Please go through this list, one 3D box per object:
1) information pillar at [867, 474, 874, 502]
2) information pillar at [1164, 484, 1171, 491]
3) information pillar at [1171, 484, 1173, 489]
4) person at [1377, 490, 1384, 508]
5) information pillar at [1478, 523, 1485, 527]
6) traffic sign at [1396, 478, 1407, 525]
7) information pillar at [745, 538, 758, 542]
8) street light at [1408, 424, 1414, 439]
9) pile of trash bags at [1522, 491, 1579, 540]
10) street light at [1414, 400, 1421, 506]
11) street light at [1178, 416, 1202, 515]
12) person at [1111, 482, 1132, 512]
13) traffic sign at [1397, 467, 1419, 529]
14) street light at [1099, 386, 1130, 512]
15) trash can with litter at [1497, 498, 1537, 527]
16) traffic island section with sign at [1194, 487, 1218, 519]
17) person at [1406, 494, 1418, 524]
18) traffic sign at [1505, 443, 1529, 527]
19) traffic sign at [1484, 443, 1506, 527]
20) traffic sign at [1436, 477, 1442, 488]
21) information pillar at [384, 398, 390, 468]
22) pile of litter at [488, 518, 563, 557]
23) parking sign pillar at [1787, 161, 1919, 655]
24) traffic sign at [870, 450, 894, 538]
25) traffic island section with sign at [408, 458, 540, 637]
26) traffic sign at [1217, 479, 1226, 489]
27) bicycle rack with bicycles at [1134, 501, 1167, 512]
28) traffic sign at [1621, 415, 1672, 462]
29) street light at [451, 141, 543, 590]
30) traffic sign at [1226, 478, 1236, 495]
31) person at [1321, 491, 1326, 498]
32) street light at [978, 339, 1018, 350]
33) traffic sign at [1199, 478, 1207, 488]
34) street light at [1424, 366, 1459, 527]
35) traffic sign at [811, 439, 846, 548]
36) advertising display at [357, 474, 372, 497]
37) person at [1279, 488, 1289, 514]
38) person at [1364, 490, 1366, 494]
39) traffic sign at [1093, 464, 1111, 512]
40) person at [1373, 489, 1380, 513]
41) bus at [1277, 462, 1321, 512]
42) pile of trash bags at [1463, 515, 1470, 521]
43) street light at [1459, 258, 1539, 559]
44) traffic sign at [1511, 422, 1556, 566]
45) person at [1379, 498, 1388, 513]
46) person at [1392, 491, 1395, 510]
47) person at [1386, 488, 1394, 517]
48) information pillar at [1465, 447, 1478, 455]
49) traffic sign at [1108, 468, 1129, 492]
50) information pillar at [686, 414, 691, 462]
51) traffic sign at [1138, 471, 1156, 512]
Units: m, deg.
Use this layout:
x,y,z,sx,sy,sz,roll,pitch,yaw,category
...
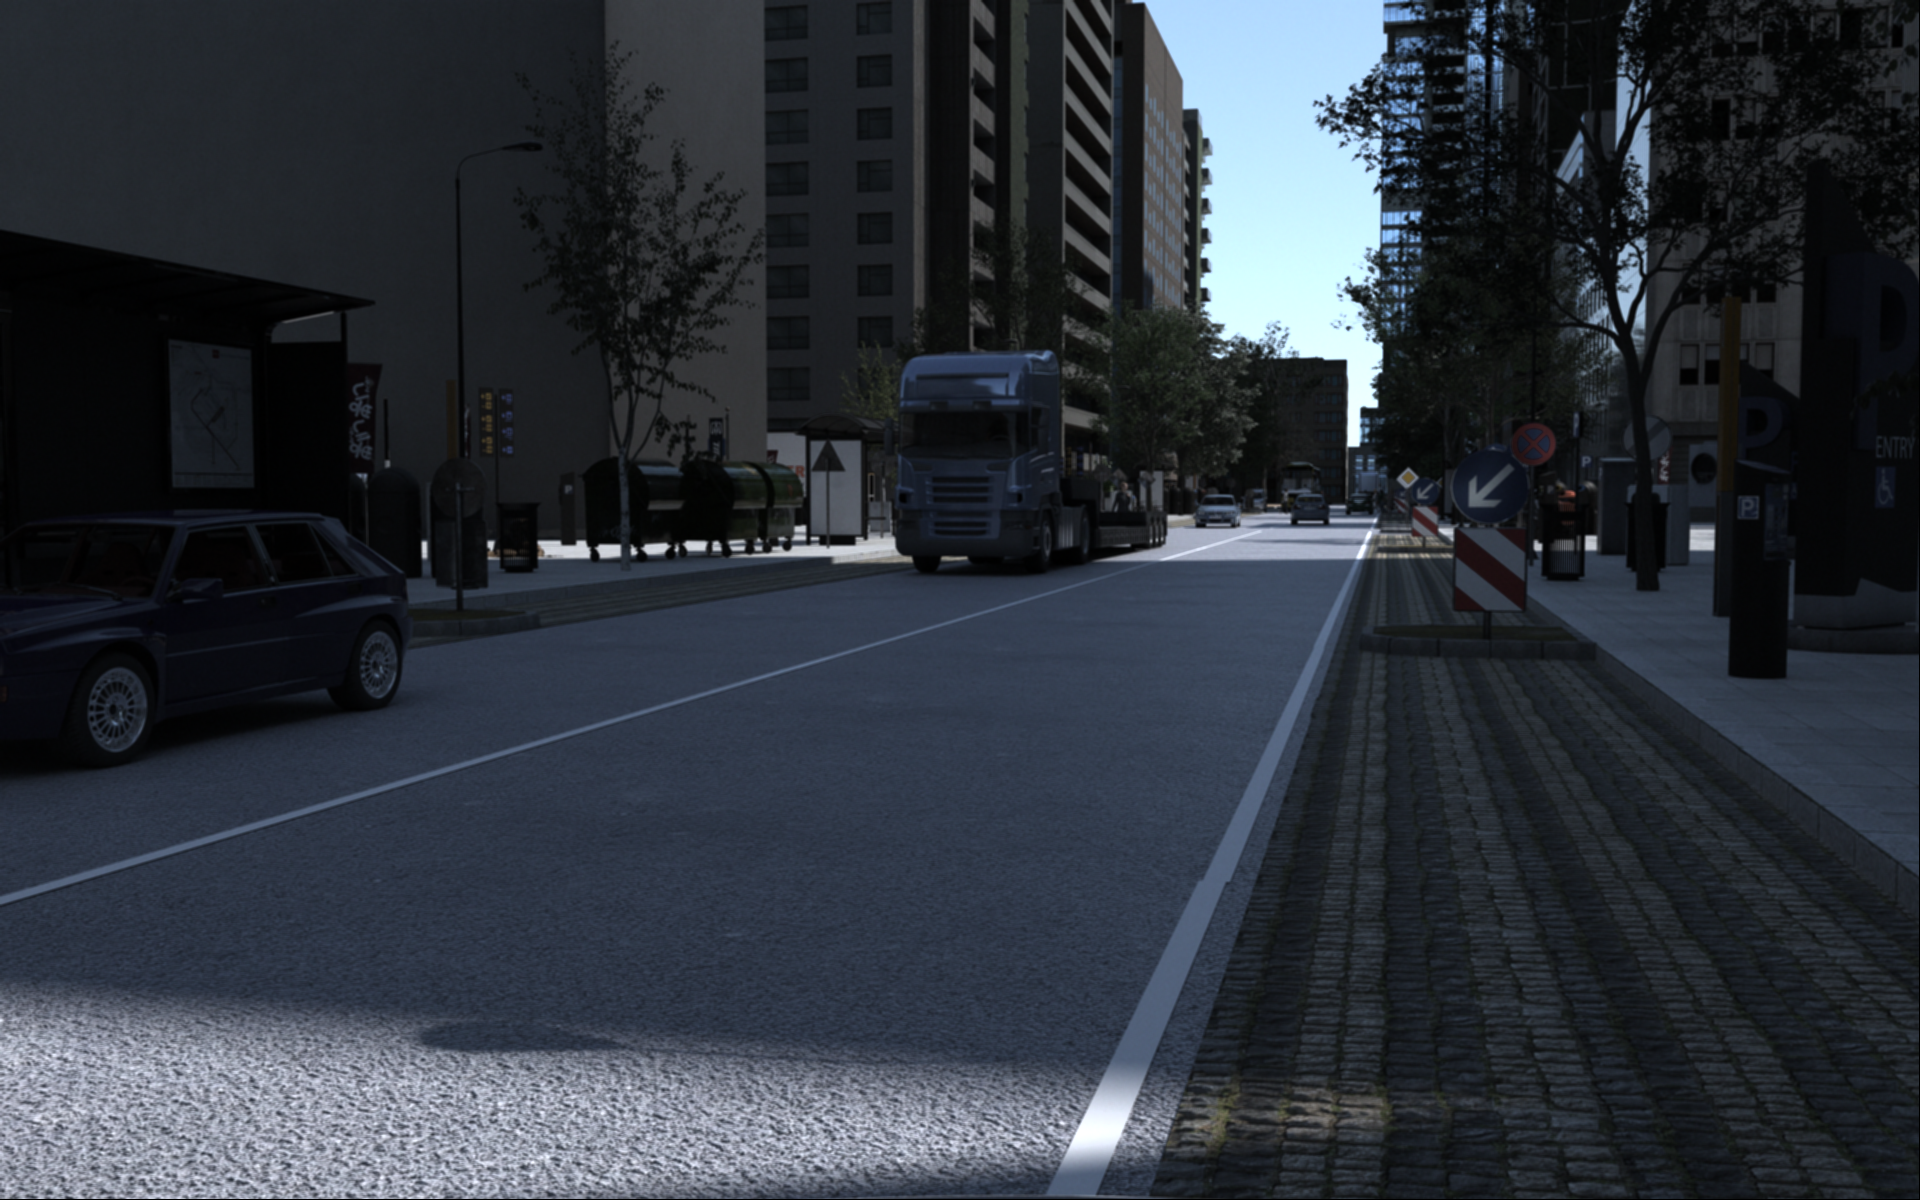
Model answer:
x,y,z,sx,sy,sz,roll,pitch,yaw,category
-3.298,-3.546,62.469,0.304,2.012,0.304,3,4,38,information pillar
14.742,-7.311,124.020,0.304,2.012,0.304,-2,4,-32,information pillar
15.729,-7.650,129.574,0.304,2.012,0.304,3,5,43,information pillar
33.981,-8.003,139.603,0.600,1.795,0.529,-1,4,-18,person
13.989,-2.542,46.046,0.304,2.012,0.304,-3,4,-39,information pillar
18.483,-4.169,71.810,0.795,2.450,0.064,1,4,14,traffic sign
-5.633,-2.577,46.633,0.304,2.012,0.304,1,4,9,information pillar
30.554,-8.682,114.487,1.470,5.913,1.316,1,4,14,street light
16.510,-2.379,48.647,1.912,1.369,3.447,0,4,-4,pile of trash bags
23.181,-6.884,85.086,1.470,5.913,1.316,1,4,14,street light
13.798,-8.029,103.820,1.470,5.913,1.316,1,4,14,street light
4.605,-2.478,49.441,0.534,1.772,0.576,3,5,40,person
16.570,-3.695,64.057,0.795,2.450,0.064,1,4,14,traffic sign
6.610,-6.253,74.774,1.470,5.913,1.316,1,4,14,street light
13.315,-1.861,41.820,1.055,1.170,0.624,-3,5,-43,trash can with litter
14.599,-5.580,99.861,1.989,1.847,2.006,1,4,14,traffic island section with sign
21.447,-4.467,81.886,0.721,1.781,0.623,-2,4,-30,person
13.066,-2.463,40.381,0.768,2.556,0.104,2,4,23,traffic sign
13.463,-2.659,43.587,0.768,2.556,0.104,1,4,19,traffic sign
31.974,-6.957,114.937,0.795,2.450,0.064,1,4,18,traffic sign
-14.080,-3.134,42.590,0.183,3.616,0.504,-1,4,-16,information pillar
-9.016,-1.308,35.350,1.719,0.858,1.176,1,4,17,pile of litter
7.523,-1.588,14.438,1.447,3.967,1.447,-3,4,-37,parking sign pillar
-2.264,-3.060,50.139,0.768,2.556,0.104,1,4,23,traffic sign
-5.558,-0.588,18.239,1.989,1.847,2.006,1,4,14,traffic island section with sign
22.412,-9.067,148.352,0.768,2.556,0.104,1,4,22,traffic sign
10.086,-4.991,94.980,2.852,0.926,2.925,-1,4,-21,bicycle rack with bicycles
11.019,-1.697,27.857,0.768,2.556,0.104,1,4,16,traffic sign
-6.159,-3.090,23.058,1.470,5.913,1.316,1,4,14,street light
21.625,-8.450,138.267,0.768,2.556,0.104,1,4,15,traffic sign
37.314,-10.343,178.061,0.683,1.767,0.568,1,4,10,person
1.054,-4.874,52.234,1.470,5.913,1.316,1,4,14,street light
18.972,-8.286,135.577,0.768,2.556,0.104,1,4,14,traffic sign
17.738,-5.533,63.012,1.470,5.913,1.316,1,4,14,street light
-3.108,-2.493,40.761,0.884,2.594,0.081,1,4,21,traffic sign
-15.438,-2.422,44.811,0.123,1.923,0.974,-3,5,-40,advertising display
23.034,-7.014,123.032,0.795,1.843,0.661,1,4,16,person
40.056,-9.943,171.054,0.705,1.826,1.348,-1,4,-18,person
6.072,-4.532,74.207,0.768,2.556,0.104,1,4,19,traffic sign
30.376,-7.204,126.632,0.624,1.780,0.694,3,5,41,person
27.151,-8.950,137.873,2.896,3.916,12.252,1,4,14,bus
23.991,-4.307,80.168,1.912,1.369,3.447,0,3,0,pile of trash bags
10.714,-3.766,34.113,1.470,5.913,1.316,1,4,14,street light
10.192,-1.879,30.829,0.768,2.556,0.104,1,4,18,traffic sign
31.223,-6.965,127.884,0.738,1.151,1.012,-3,5,-43,person
38.112,-8.741,152.349,0.436,1.711,0.756,1,4,19,person
26.739,-6.037,107.553,0.599,1.781,0.374,-1,4,-18,person
25.396,-5.776,85.784,0.504,3.616,0.183,2,4,26,information pillar
6.093,-3.854,66.653,0.795,2.450,0.064,1,4,14,traffic sign
-7.894,-3.608,50.348,0.183,3.616,0.504,0,4,-3,information pillar
8.007,-4.328,74.407,0.795,2.450,0.064,1,4,14,traffic sign
